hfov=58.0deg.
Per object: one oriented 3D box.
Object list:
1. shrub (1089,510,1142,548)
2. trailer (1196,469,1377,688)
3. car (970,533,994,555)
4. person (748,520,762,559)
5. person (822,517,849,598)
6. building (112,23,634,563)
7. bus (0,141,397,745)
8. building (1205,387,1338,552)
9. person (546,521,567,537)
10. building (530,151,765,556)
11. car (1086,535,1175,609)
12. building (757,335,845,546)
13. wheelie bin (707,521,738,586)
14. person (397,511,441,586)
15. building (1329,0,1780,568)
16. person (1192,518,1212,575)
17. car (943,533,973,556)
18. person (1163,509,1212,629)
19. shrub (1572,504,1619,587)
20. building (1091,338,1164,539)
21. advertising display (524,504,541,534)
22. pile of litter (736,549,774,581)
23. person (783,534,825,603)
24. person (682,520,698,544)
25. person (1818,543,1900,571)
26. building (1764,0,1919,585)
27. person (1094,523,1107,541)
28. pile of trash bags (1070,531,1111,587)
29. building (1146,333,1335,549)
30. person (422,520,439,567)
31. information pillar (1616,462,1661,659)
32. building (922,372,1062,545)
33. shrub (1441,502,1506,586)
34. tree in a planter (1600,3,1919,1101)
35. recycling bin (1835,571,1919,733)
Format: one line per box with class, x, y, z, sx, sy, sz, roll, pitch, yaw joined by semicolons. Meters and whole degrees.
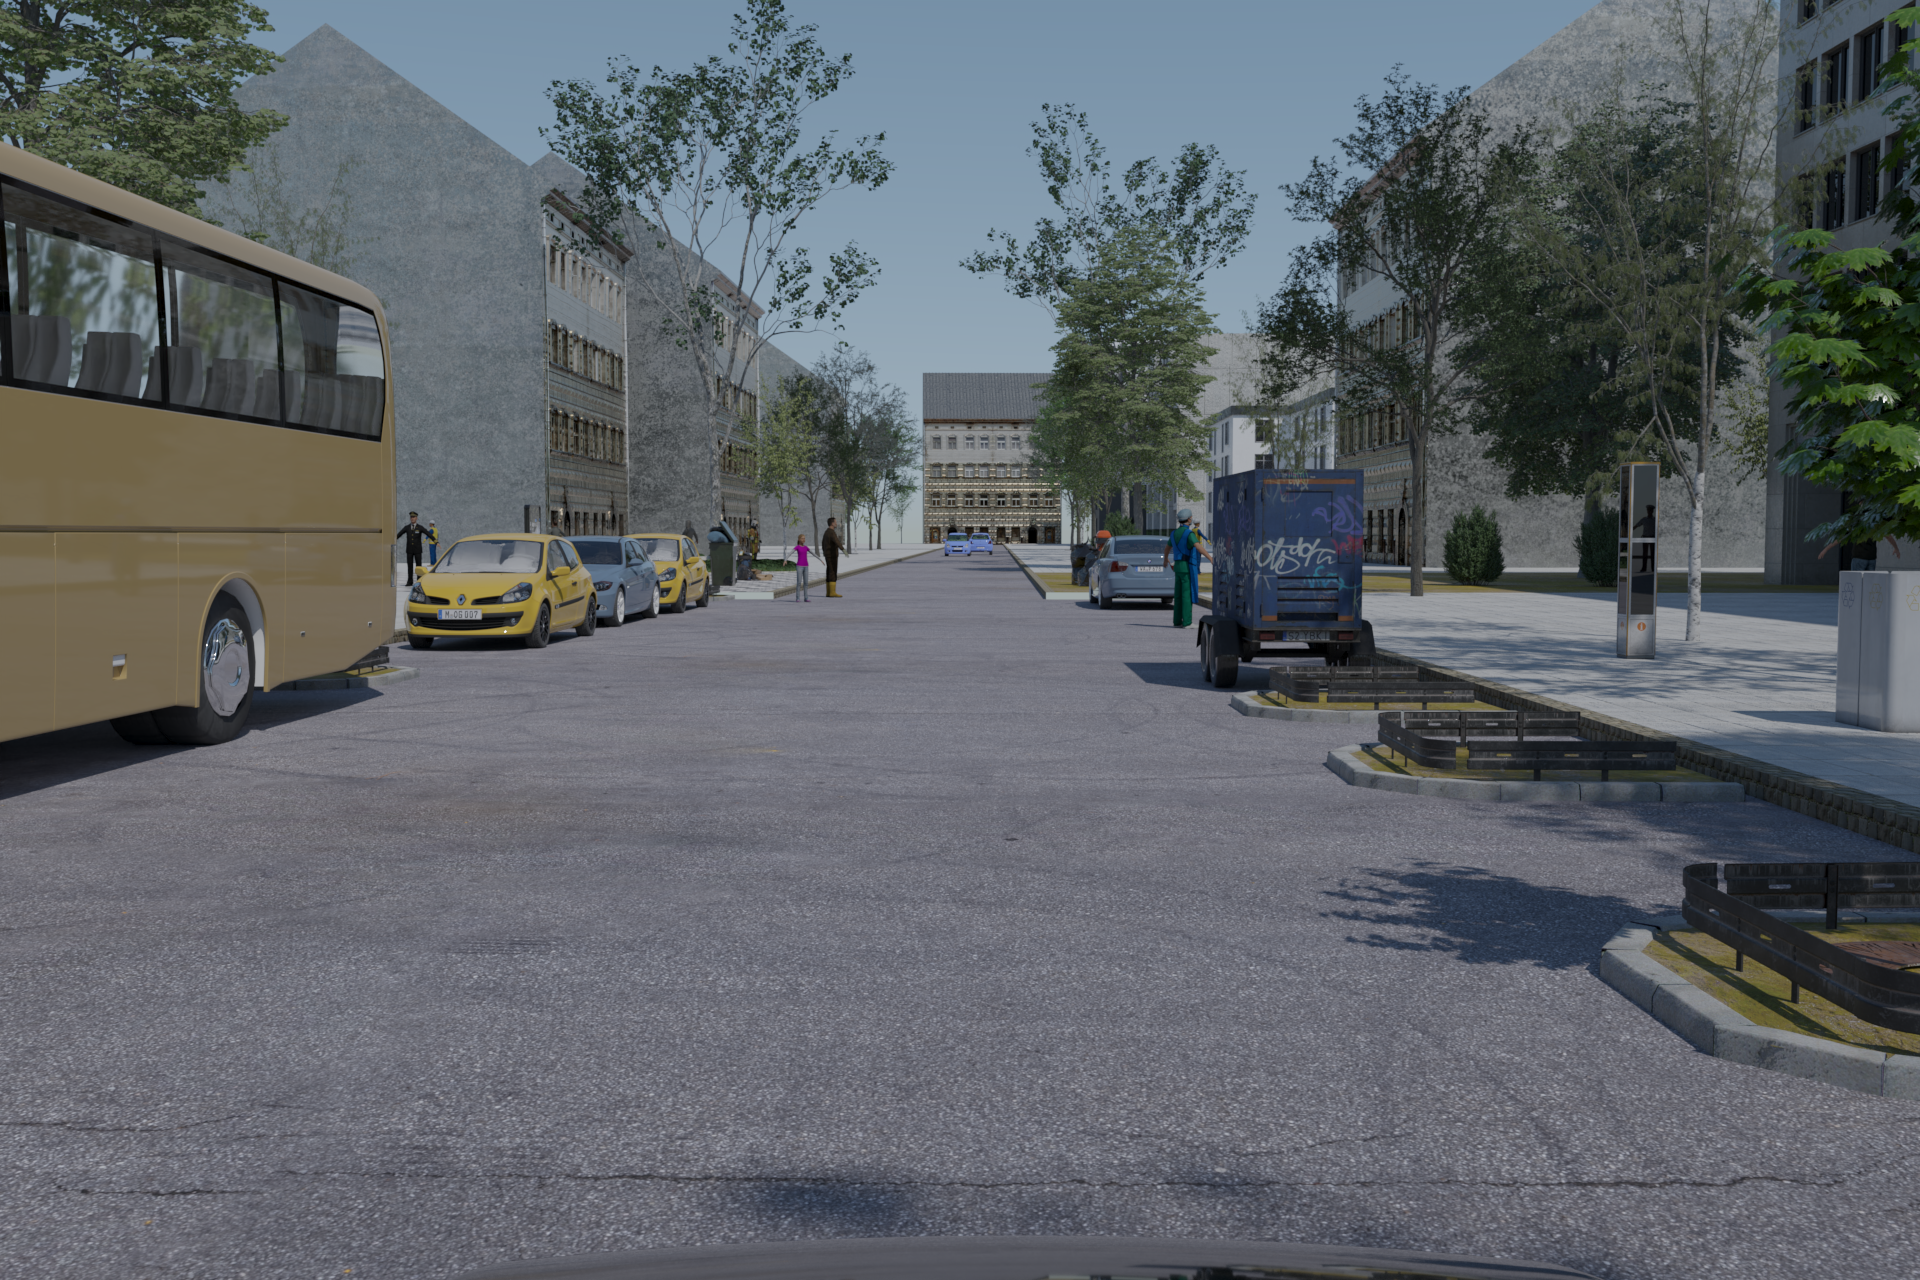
shrub;4.961;-3.108;54.863;1.661;2.075;1.752;0;3;0
trailer;3.079;-0.619;17.167;1.471;1.999;3.904;0;4;0
car;1.401;-6.707;119.256;1.945;1.707;3.694;0;4;0
person;-8.541;-4.065;72.225;0.705;1.858;1.354;1;4;8
person;-2.869;-1.868;39.138;0.704;1.812;1.346;-2;4;-27
building;-27.217;-15.486;84.129;19.493;23.208;18.063;0;4;0
bus;-6.235;-1.065;8.963;2.896;3.916;12.252;0;4;1
building;22.227;-10.459;113.157;9.099;9.664;28.070;0;4;1
person;-16.380;-3.900;70.038;1.348;1.796;0.705;-3;4;-38
building;-23.202;-17.009;109.023;19.493;23.208;18.063;0;4;2
car;3.537;-1.369;34.382;2.014;1.417;4.499;0;4;0
building;-22.614;-21.940;189.654;19.493;23.208;18.063;0;4;1
wheelie bin;-5.888;-2.143;42.939;0.693;1.594;0.980;0;4;3
person;-13.385;-2.233;42.451;1.347;1.837;0.705;0;4;-5
building;27.140;-14.873;74.099;19.493;23.208;18.063;0;4;1
person;7.492;-2.923;54.261;0.721;1.772;1.216;-2;4;-26
car;-0.134;-6.258;111.908;1.945;1.707;3.694;0;4;1
person;3.441;-1.084;26.310;0.704;1.817;1.347;-2;4;-28
shrub;15.804;-2.309;42.175;1.690;2.028;1.600;0;3;0
building;28.704;-21.546;196.252;27.936;21.610;32.646;0;4;1
advertising display;-9.378;-2.008;38.050;0.123;1.923;0.974;0;4;1
pile of litter;-5.771;-2.103;48.342;1.176;0.858;1.719;0;4;3
person;-3.273;-1.501;36.271;0.991;1.433;0.599;-2;4;-34
person;-10.179;-3.590;64.818;0.705;1.813;1.348;2;4;29
person;13.843;-1.244;26.558;1.348;1.803;0.705;0;4;-8
building;29.772;-13.631;25.028;24.374;26.755;37.873;0;4;1
person;6.218;-4.059;73.173;1.217;1.733;0.721;0;4;6
pile of trash bags;3.732;-2.086;43.859;1.912;1.369;3.447;0;4;-1
building;27.064;-18.019;161.074;16.747;18.905;31.486;0;4;1
person;-20.805;-3.808;68.233;0.705;1.833;1.349;0;4;6
information pillar;6.975;-0.815;17.822;0.304;2.012;0.304;0;4;1
building;3.998;-24.527;234.402;18.063;23.208;19.493;0;4;-2
shrub;12.807;-2.390;43.122;1.661;2.075;1.752;0;3;0
tree in a planter;3.062;-0.483;5.119;1.991;3.239;1.994;0;4;1
recycling bin;6.337;0.065;11.490;0.722;1.027;0.722;0;4;1
